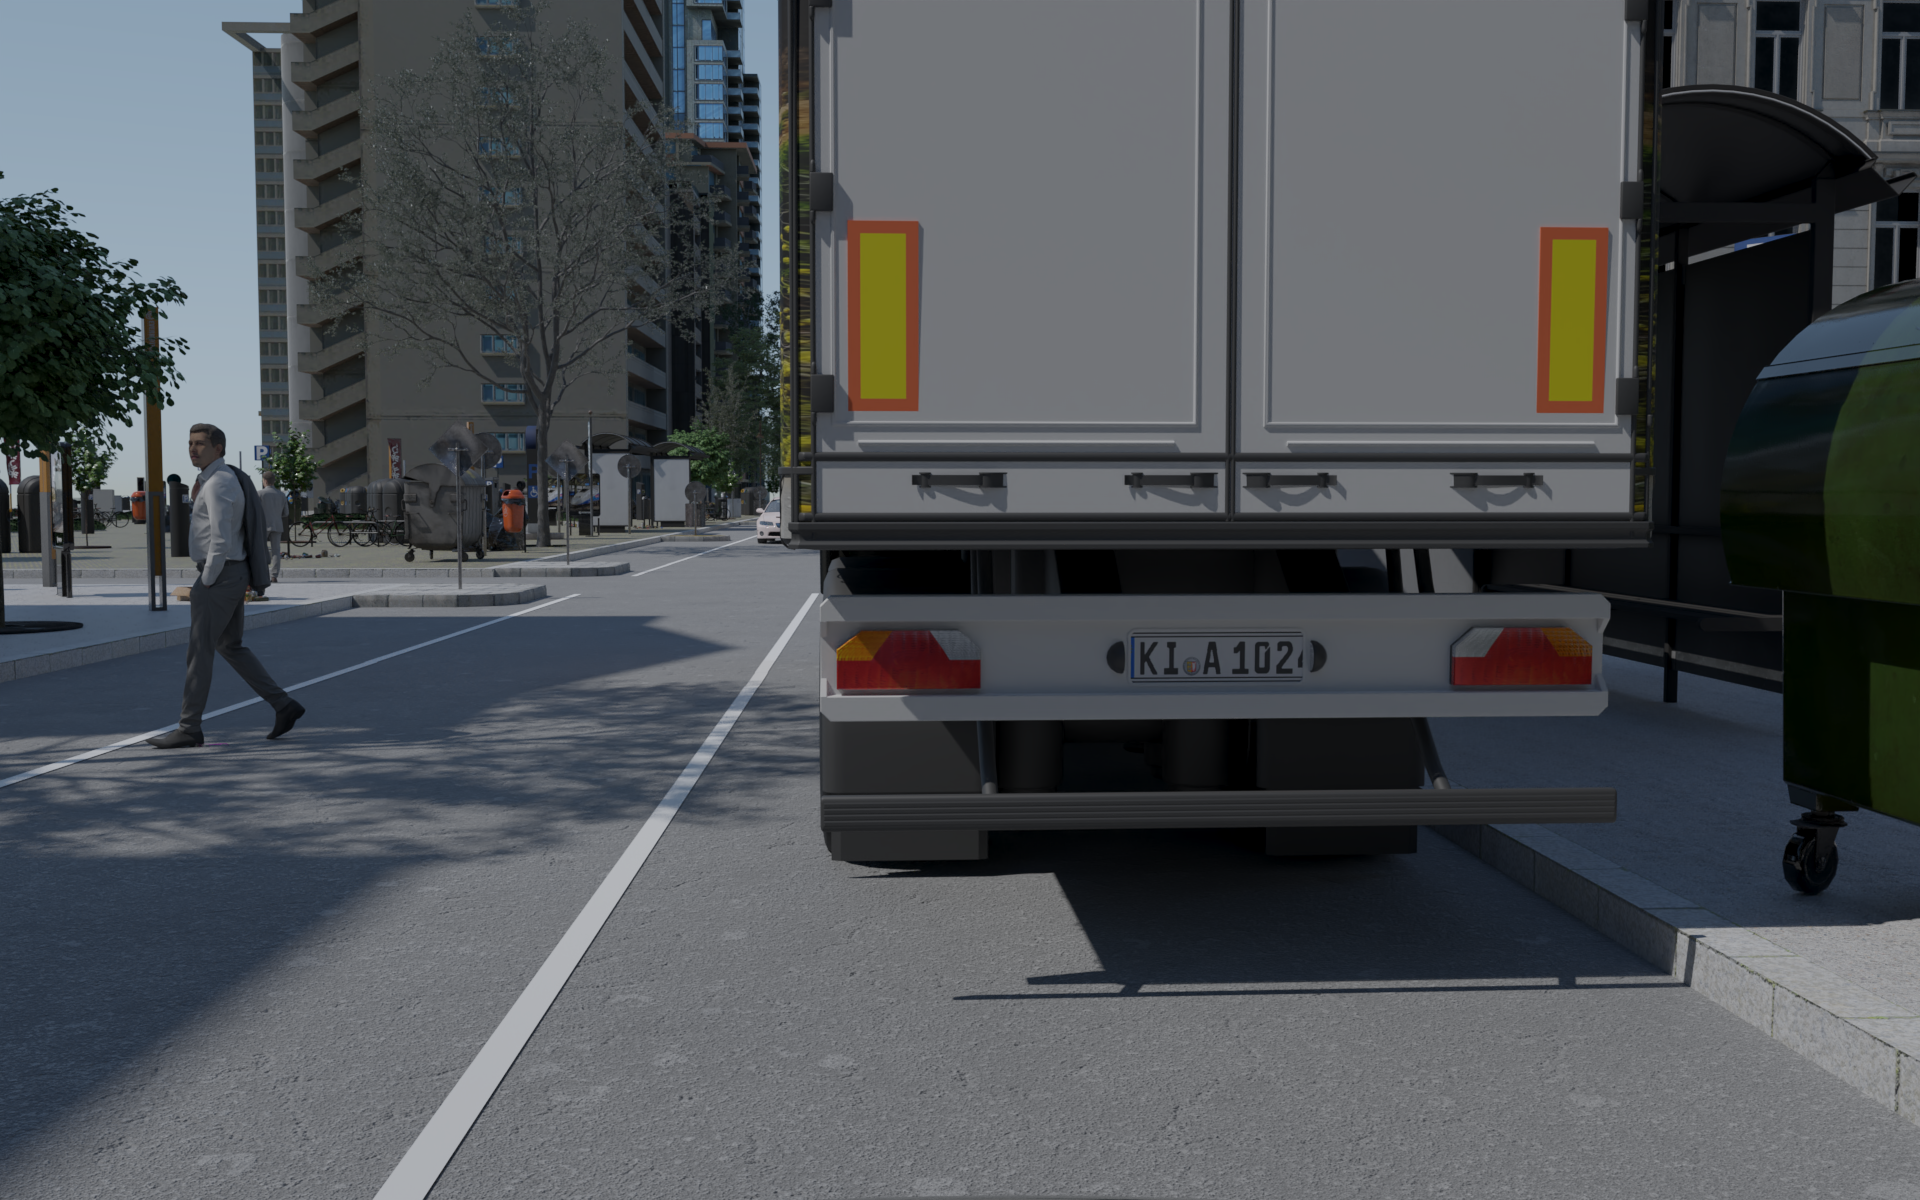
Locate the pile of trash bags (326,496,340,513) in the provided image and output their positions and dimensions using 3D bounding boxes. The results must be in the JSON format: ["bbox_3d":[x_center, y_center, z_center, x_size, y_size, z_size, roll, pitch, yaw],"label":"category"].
[{"bbox_3d":[-36.218,-5.679,102.607,3.447,1.369,1.912,2,4,30],"label":"pile of trash bags"}]

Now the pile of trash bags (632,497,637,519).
[{"bbox_3d":[-17.211,-4.779,87.895,3.447,1.369,1.912,-2,4,-25],"label":"pile of trash bags"}]

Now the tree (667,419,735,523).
[{"bbox_3d":[-11.409,-5.652,76.128,4.285,4.588,4.351,0,3,0],"label":"tree"}]

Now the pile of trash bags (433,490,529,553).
[{"bbox_3d":[-10.559,-1.778,38.822,1.912,1.369,3.447,-3,4,-38],"label":"pile of trash bags"}]

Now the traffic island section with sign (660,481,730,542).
[{"bbox_3d":[-8.073,-2.715,53.011,1.989,1.847,2.006,0,4,-2],"label":"traffic island section with sign"}]

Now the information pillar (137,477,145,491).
[{"bbox_3d":[-35.476,-4.316,75.057,0.304,2.012,0.304,-1,4,-22],"label":"information pillar"}]

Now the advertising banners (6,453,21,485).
[{"bbox_3d":[-26.981,-3.333,50.681,2.074,3.025,0.090,0,4,5],"label":"advertising banners"}]

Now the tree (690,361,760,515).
[{"bbox_3d":[-13.232,-8.940,96.539,4.360,8.622,3.978,0,3,0],"label":"tree"}]

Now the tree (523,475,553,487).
[{"bbox_3d":[-23.450,-6.217,96.255,1.663,3.219,1.824,0,3,0],"label":"tree"}]

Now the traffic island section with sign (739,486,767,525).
[{"bbox_3d":[-9.300,-4.435,81.136,1.989,1.847,2.006,0,4,-2],"label":"traffic island section with sign"}]

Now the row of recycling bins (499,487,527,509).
[{"bbox_3d":[-26.236,-5.701,100.322,3.534,1.692,1.069,-3,5,-42],"label":"row of recycling bins"}]

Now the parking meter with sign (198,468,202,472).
[{"bbox_3d":[-38.166,-5.663,88.853,0.543,3.016,1.738,2,4,27],"label":"parking meter with sign"}]

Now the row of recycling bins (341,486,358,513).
[{"bbox_3d":[-29.703,-4.946,87.978,1.069,1.692,3.534,1,4,19],"label":"row of recycling bins"}]

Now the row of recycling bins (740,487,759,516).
[{"bbox_3d":[-12.679,-5.980,104.879,1.069,1.692,3.534,-1,4,-12],"label":"row of recycling bins"}]

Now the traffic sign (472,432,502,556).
[{"bbox_3d":[-9.836,-2.181,35.757,0.768,2.556,0.104,0,4,-2],"label":"traffic sign"}]

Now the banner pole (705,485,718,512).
[{"bbox_3d":[-12.778,-6.086,89.519,0.863,3.779,0.401,0,4,7],"label":"banner pole"}]

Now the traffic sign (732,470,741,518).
[{"bbox_3d":[-11.735,-5.473,89.484,0.884,2.594,0.081,0,4,6],"label":"traffic sign"}]

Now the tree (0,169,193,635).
[{"bbox_3d":[-9.181,-1.992,16.291,4.285,4.588,4.351,0,3,0],"label":"tree"}]

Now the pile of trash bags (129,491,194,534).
[{"bbox_3d":[-26.041,-2.925,57.573,1.912,1.369,3.447,2,4,23],"label":"pile of trash bags"}]

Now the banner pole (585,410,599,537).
[{"bbox_3d":[-11.122,-3.797,52.104,0.401,3.779,0.863,-1,4,-19],"label":"banner pole"}]

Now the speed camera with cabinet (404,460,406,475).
[{"bbox_3d":[-32.669,-6.600,102.251,0.660,3.252,2.038,0,4,4],"label":"speed camera with cabinet"}]

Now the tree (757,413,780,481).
[{"bbox_3d":[-16.833,-16.208,182.015,9.611,12.733,9.660,0,3,0],"label":"tree"}]

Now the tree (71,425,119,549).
[{"bbox_3d":[-20.729,-2.822,40.741,1.663,3.219,1.824,0,3,0],"label":"tree"}]

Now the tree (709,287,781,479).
[{"bbox_3d":[-13.639,-17.388,140.181,12.611,20.169,13.585,0,3,0],"label":"tree"}]

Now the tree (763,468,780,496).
[{"bbox_3d":[-14.137,-8.344,131.018,1.663,3.219,1.824,0,3,0],"label":"tree"}]

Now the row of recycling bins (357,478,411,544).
[{"bbox_3d":[-15.132,-2.381,46.042,1.069,1.692,3.534,-2,4,-27],"label":"row of recycling bins"}]

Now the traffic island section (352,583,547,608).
[{"bbox_3d":[-6.758,-0.065,23.346,2.009,0.180,2.903,0,4,-2],"label":"traffic island section"}]

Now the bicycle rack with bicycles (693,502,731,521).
[{"bbox_3d":[-12.386,-4.228,82.508,2.925,0.926,2.852,0,4,-3],"label":"bicycle rack with bicycles"}]

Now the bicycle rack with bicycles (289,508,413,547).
[{"bbox_3d":[-14.593,-1.788,42.615,2.925,0.926,2.852,1,4,12],"label":"bicycle rack with bicycles"}]

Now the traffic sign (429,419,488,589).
[{"bbox_3d":[-6.735,-1.201,23.286,0.795,2.450,0.064,0,4,-2],"label":"traffic sign"}]

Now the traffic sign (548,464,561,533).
[{"bbox_3d":[-12.275,-3.234,52.983,0.768,2.556,0.104,0,4,7],"label":"traffic sign"}]

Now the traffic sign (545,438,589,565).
[{"bbox_3d":[-7.084,-1.689,31.263,0.795,2.450,0.064,0,4,-2],"label":"traffic sign"}]

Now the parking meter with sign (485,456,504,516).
[{"bbox_3d":[-21.114,-5.000,78.018,0.543,3.016,1.738,0,4,6],"label":"parking meter with sign"}]

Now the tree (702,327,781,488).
[{"bbox_3d":[-13.912,-12.226,118.016,7.486,12.596,7.792,0,3,0],"label":"tree"}]

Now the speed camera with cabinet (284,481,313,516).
[{"bbox_3d":[-37.396,-6.338,97.957,0.660,3.252,2.038,1,4,12],"label":"speed camera with cabinet"}]

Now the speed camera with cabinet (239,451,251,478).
[{"bbox_3d":[-33.624,-5.199,79.346,2.038,3.252,0.660,-2,4,-34],"label":"speed camera with cabinet"}]

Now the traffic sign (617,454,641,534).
[{"bbox_3d":[-10.583,-3.382,55.398,0.768,2.556,0.104,0,4,4],"label":"traffic sign"}]

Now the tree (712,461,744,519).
[{"bbox_3d":[-11.978,-5.724,88.196,1.663,3.219,1.824,0,3,0],"label":"tree"}]

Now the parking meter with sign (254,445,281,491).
[{"bbox_3d":[-24.920,-4.069,62.792,0.543,3.016,1.738,0,4,1],"label":"parking meter with sign"}]

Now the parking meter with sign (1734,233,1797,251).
[{"bbox_3d":[6.186,-0.979,12.274,1.738,3.016,0.543,-2,4,-35],"label":"parking meter with sign"}]

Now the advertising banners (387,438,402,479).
[{"bbox_3d":[-17.287,-3.594,54.952,0.090,3.025,2.074,2,4,34],"label":"advertising banners"}]

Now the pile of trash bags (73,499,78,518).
[{"bbox_3d":[-44.657,-4.638,85.584,1.912,1.369,3.447,-2,4,-27],"label":"pile of trash bags"}]

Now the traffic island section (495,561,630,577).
[{"bbox_3d":[-7.107,-0.553,31.324,2.009,0.180,2.903,0,4,-2],"label":"traffic island section"}]

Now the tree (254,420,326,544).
[{"bbox_3d":[-17.468,-3.108,45.422,1.663,3.219,1.824,0,3,0],"label":"tree"}]

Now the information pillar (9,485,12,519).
[{"bbox_3d":[-49.183,-6.013,89.668,0.183,3.616,0.504,-2,4,-32],"label":"information pillar"}]

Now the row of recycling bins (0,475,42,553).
[{"bbox_3d":[-21.482,-1.863,37.573,3.534,1.692,1.069,-1,4,-12],"label":"row of recycling bins"}]

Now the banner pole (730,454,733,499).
[{"bbox_3d":[-14.081,-7.109,106.253,0.401,3.779,0.863,-2,4,-28],"label":"banner pole"}]

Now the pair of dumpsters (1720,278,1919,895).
[{"bbox_3d":[3.347,-0.062,3.512,1.574,2.255,4.437,0,4,-2],"label":"pair of dumpsters"}]

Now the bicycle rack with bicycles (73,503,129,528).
[{"bbox_3d":[-33.163,-3.211,65.886,2.925,0.926,2.852,-1,4,-10],"label":"bicycle rack with bicycles"}]

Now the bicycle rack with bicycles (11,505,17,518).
[{"bbox_3d":[-42.908,-4.177,81.672,2.925,0.926,2.852,3,4,37],"label":"bicycle rack with bicycles"}]

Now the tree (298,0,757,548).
[{"bbox_3d":[-10.162,-8.042,41.851,12.009,13.543,11.850,0,3,0],"label":"tree"}]
